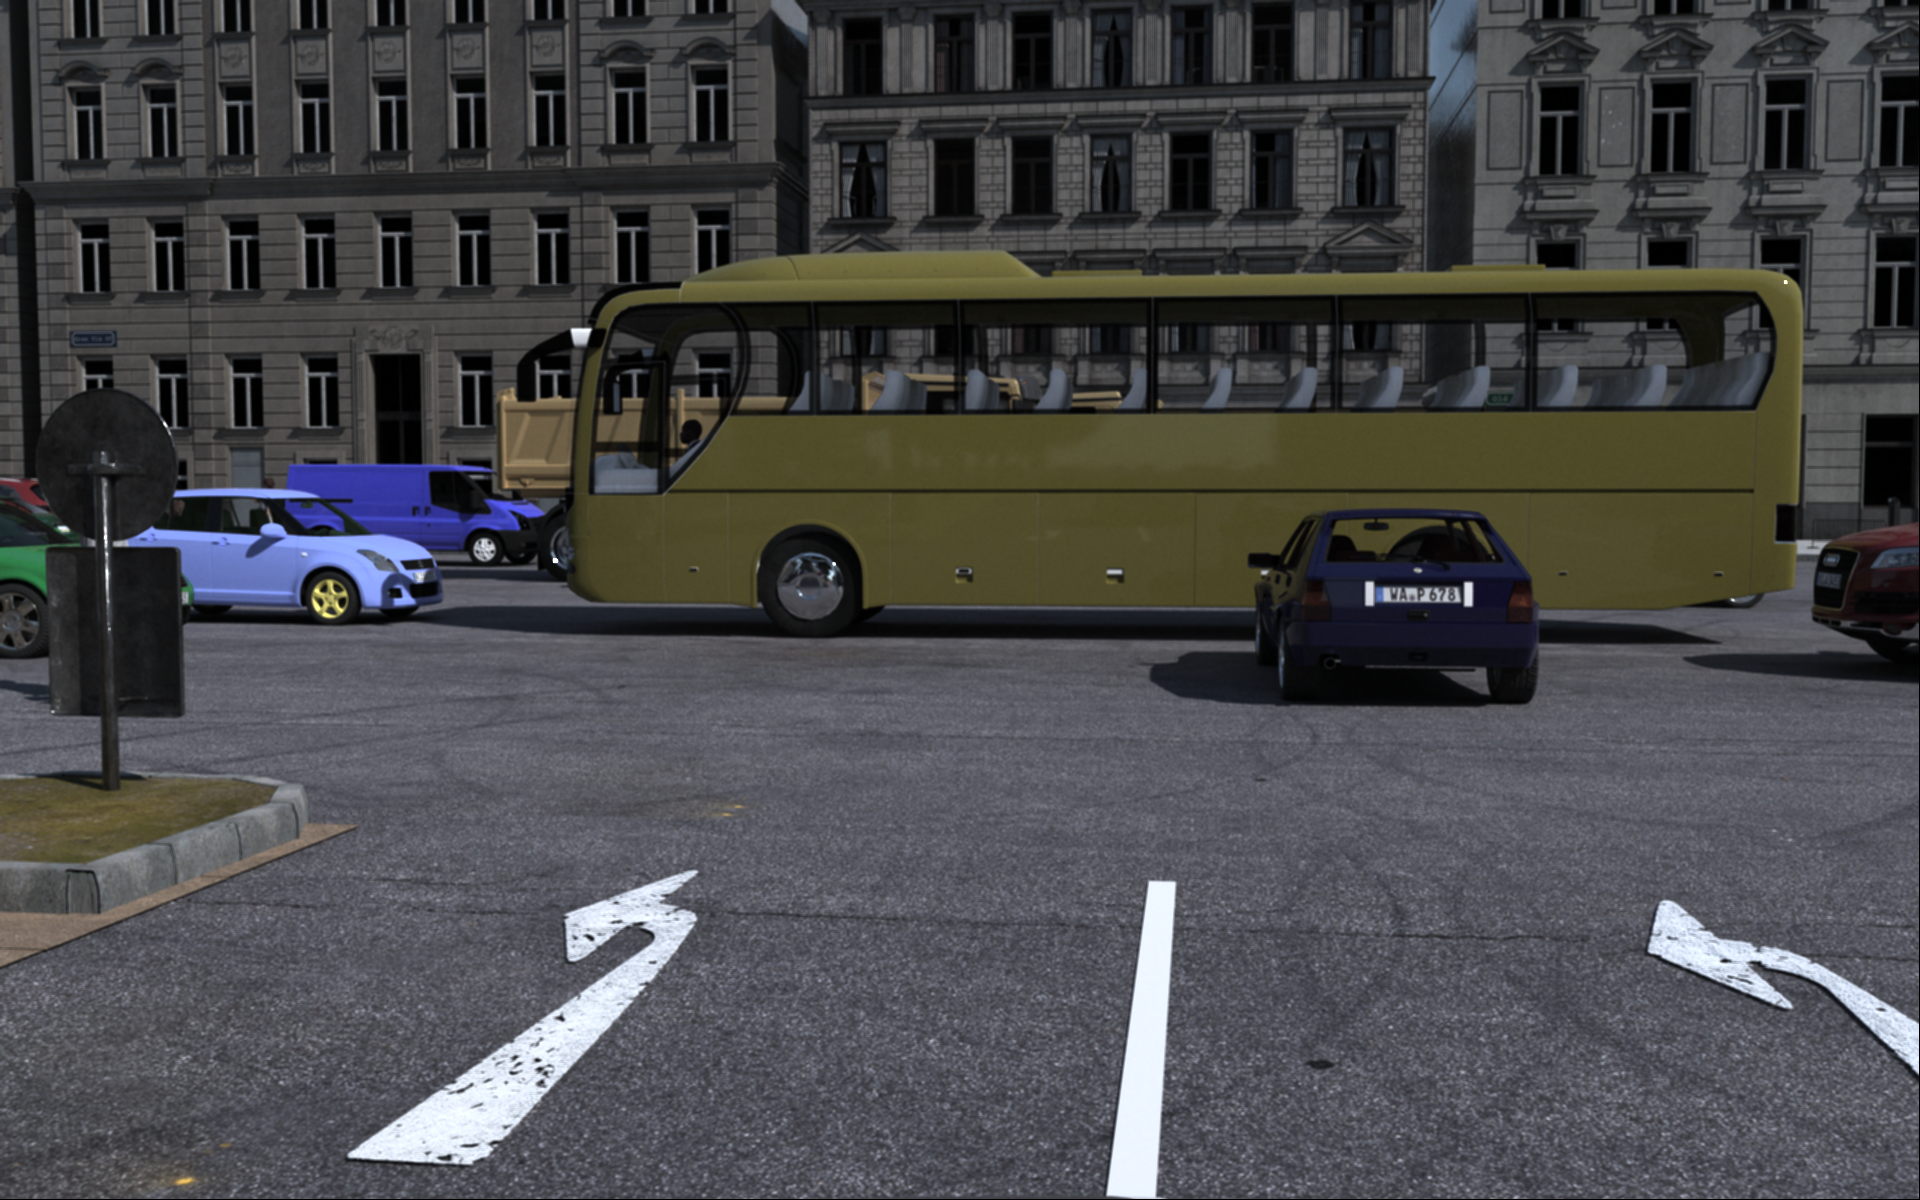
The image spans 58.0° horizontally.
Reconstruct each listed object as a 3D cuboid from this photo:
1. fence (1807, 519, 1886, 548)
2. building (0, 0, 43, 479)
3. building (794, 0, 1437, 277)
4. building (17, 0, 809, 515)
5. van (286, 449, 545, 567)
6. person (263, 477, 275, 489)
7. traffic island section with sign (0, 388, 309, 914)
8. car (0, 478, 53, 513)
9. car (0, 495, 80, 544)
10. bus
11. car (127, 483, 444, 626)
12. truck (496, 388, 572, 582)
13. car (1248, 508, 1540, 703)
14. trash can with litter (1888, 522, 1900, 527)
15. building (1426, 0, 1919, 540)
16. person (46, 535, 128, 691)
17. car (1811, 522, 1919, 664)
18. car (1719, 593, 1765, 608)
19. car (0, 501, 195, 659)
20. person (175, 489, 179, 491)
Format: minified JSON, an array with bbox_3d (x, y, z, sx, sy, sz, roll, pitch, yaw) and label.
[{"bbox_3d":[20.625,-1.519,40.210,0.278,0.683,2.069,-1,4,-22],"label":"fence"},{"bbox_3d":[-41.816,-16.265,63.193,25.104,27.353,12.463,0,4,8],"label":"building"},{"bbox_3d":[5.003,-11.638,54.906,19.286,19.102,10.561,0,4,8],"label":"building"},{"bbox_3d":[-16.811,-16.004,58.925,25.104,27.353,12.463,0,4,8],"label":"building"},{"bbox_3d":[-10.938,-1.885,35.197,5.245,2.365,2.240,1,4,9],"label":"van"},{"bbox_3d":[-13.558,-1.511,33.776,0.524,1.755,0.480,-1,4,-13],"label":"person"},{"bbox_3d":[-3.770,0.075,6.915,2.006,1.907,1.989,0,4,8],"label":"traffic island section with sign"},{"bbox_3d":[-22.999,-1.926,40.168,5.304,1.827,2.281,0,4,7],"label":"car"},{"bbox_3d":[-18.362,-1.193,31.309,4.920,1.459,2.131,0,4,7],"label":"car"},{"bbox_3d":[1.856,-1.611,17.887,12.252,3.916,2.896,0,4,6],"label":"bus"},{"bbox_3d":[-7.804,-0.623,19.777,3.694,1.707,1.945,1,4,9],"label":"car"},{"bbox_3d":[-2.570,-2.012,28.829,9.791,3.379,3.469,0,4,6],"label":"truck"},{"bbox_3d":[3.221,-0.043,13.285,1.945,1.354,3.894,0,4,6],"label":"car"},{"bbox_3d":[22.636,-1.911,42.298,1.678,1.210,2.233,2,4,35],"label":"trash can with litter"},{"bbox_3d":[36.879,-16.953,53.599,44.131,29.872,17.030,0,4,8],"label":"building"},{"bbox_3d":[-5.962,-0.189,11.947,0.624,1.780,0.694,-1,4,-21],"label":"person"},{"bbox_3d":[9.567,-0.298,13.543,5.304,1.827,2.281,1,4,9],"label":"car"},{"bbox_3d":[8.620,-0.617,22.675,3.894,1.354,1.945,1,4,8],"label":"car"},{"bbox_3d":[-9.488,-0.438,15.959,4.718,1.807,1.959,0,4,6],"label":"car"},{"bbox_3d":[-15.862,-1.611,34.802,0.622,1.834,0.822,-3,5,-43],"label":"person"}]
